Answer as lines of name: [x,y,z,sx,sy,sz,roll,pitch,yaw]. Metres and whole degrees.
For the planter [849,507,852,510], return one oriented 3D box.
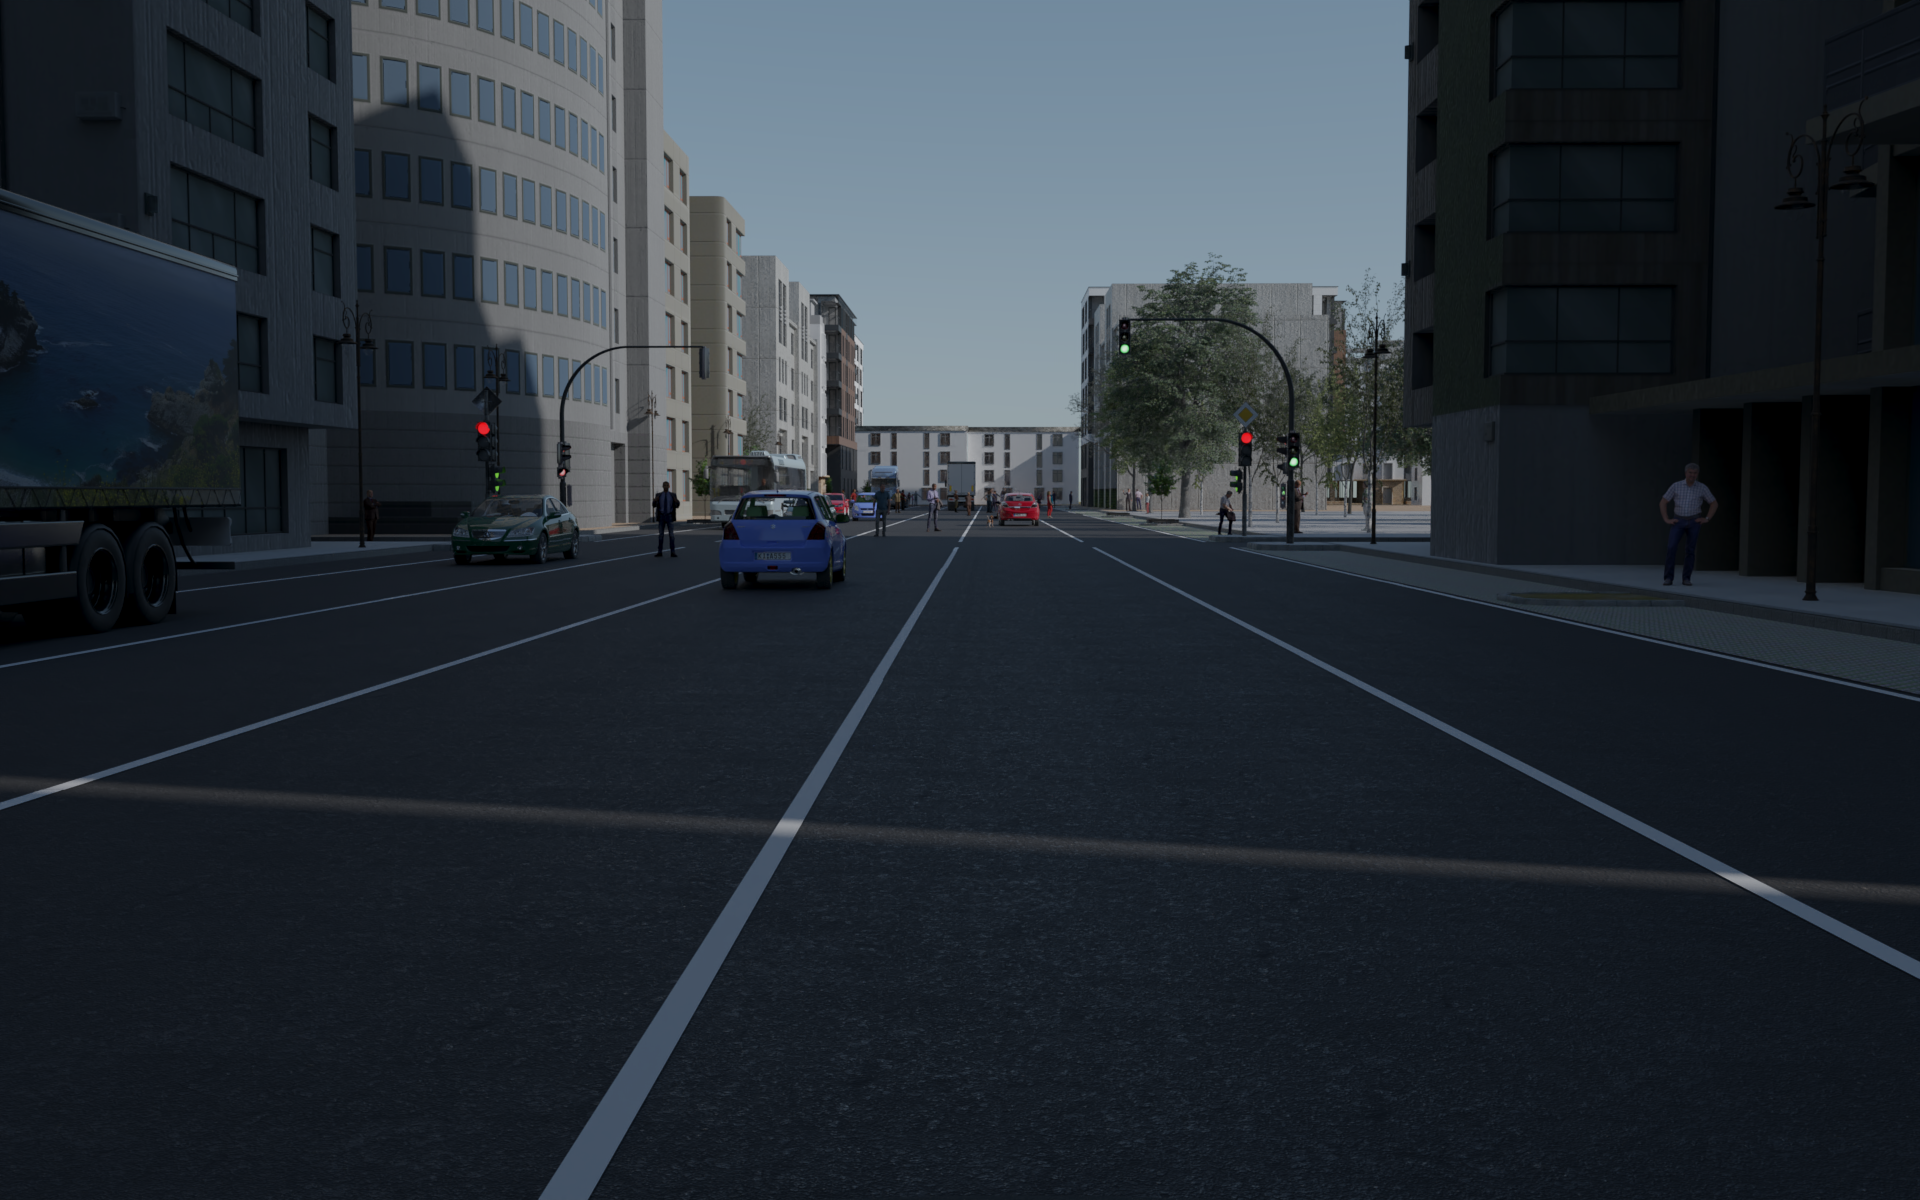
planter: [-10.180,-8.191,155.060,1.991,0.319,1.994,0,4,1]

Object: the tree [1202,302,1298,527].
tree: [11.439,-7.114,66.675,4.360,8.622,3.978,0,3,0]

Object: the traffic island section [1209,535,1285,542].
traffic island section: [8.707,-1.874,52.917,2.009,0.180,2.903,0,4,1]

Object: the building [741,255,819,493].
building: [-21.742,-17.001,144.431,16.747,18.905,31.486,0,4,1]

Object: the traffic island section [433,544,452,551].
traffic island section: [-12.345,-1.407,45.287,2.009,0.180,2.903,0,4,1]

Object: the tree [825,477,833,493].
tree: [-13.228,-11.030,174.939,1.663,3.219,1.824,0,3,0]

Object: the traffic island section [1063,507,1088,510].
traffic island section: [10.411,-8.081,154.985,1.991,0.108,1.994,0,4,1]

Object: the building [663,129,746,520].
building: [-27.621,-15.314,95.429,27.650,21.520,28.899,0,4,1]

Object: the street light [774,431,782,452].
street light: [-13.024,-9.288,124.651,0.468,5.910,1.993,0,4,1]

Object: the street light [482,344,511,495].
street light: [-14.247,-4.931,53.414,0.468,5.910,1.993,0,4,1]

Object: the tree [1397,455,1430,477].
tree: [32.997,-12.341,119.906,7.486,12.596,7.792,0,3,0]

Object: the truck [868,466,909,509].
truck: [-6.859,-11.083,170.969,2.967,4.110,18.799,0,4,2]

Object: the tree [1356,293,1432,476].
tree: [23.586,-10.069,81.642,9.611,12.733,9.660,0,3,0]

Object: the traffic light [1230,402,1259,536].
traffic light: [8.667,-3.907,52.804,0.839,4.253,0.868,0,4,1]

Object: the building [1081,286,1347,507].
building: [26.853,-20.965,186.753,27.936,21.610,32.646,0,4,1]

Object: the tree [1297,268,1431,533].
tree: [13.836,-6.543,57.345,4.360,8.622,3.978,0,3,0]

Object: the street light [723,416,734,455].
street light: [-13.481,-7.834,100.880,0.468,5.910,1.993,0,4,1]

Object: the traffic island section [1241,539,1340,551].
traffic island section: [8.573,-1.385,44.933,2.009,0.180,2.903,0,4,1]

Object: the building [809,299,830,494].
building: [-20.760,-18.921,165.773,16.016,20.091,11.380,0,4,1]

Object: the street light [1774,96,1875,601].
street light: [10.247,-2.930,20.690,0.468,5.910,1.993,0,4,1]

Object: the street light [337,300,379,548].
street light: [-14.348,-4.196,41.393,0.468,5.910,1.993,0,4,1]

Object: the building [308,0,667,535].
building: [-24.410,-32.016,65.464,21.231,58.520,28.212,0,4,1]

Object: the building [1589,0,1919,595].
building: [21.697,-22.051,15.154,22.147,44.769,28.867,0,4,1]

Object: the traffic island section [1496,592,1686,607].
traffic island section: [8.201,-0.001,22.890,1.991,0.108,1.994,0,4,1]

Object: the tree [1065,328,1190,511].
tree: [12.751,-13.299,127.802,12.009,13.543,11.850,0,3,0]

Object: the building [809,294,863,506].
building: [-28.397,-21.235,191.174,32.646,21.610,27.936,0,4,1]

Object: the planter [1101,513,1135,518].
planter: [9.580,-5.153,105.397,1.991,0.319,1.994,0,4,1]

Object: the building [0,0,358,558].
building: [-21.730,-16.284,37.937,14.107,30.474,14.160,0,4,1]

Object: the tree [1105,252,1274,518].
tree: [12.041,-11.391,92.896,9.857,13.997,8.962,0,3,0]

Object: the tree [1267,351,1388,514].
tree: [24.904,-10.785,110.748,8.767,10.594,7.601,1,4,20]

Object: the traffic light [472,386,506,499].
traffic light: [-12.305,-3.439,45.152,0.839,4.253,0.868,0,4,1]

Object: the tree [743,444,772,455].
tree: [-13.436,-7.939,113.524,4.285,4.588,4.351,0,3,0]

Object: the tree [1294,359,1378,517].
tree: [21.196,-8.838,94.867,4.737,8.622,4.395,0,3,0]

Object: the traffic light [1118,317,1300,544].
traffic light: [6.440,-4.284,44.714,4.771,5.953,1.251,0,4,1]

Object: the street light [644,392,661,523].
street light: [-13.722,-6.394,77.327,0.468,5.910,1.993,0,4,1]

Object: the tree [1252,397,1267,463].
tree: [23.886,-11.477,122.066,7.601,10.594,8.767,0,4,4]

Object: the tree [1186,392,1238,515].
tree: [15.273,-9.640,107.970,4.737,8.622,4.395,0,3,0]

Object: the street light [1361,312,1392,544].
street light: [10.604,-4.370,44.240,0.468,5.910,1.993,0,4,1]

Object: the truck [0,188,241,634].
truck: [-9.928,-1.634,15.633,2.839,4.237,11.283,0,4,-1]

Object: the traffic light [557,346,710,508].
traffic light: [-10.079,-4.799,53.136,4.771,5.953,1.251,0,4,1]

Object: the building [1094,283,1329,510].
building: [21.244,-17.582,153.931,16.747,18.905,31.486,0,4,1]

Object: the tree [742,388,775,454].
tree: [-14.520,-10.331,119.281,4.360,8.622,3.978,0,3,0]

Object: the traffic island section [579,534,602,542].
traffic island section: [-12.211,-1.895,53.271,2.009,0.180,2.903,0,4,1]

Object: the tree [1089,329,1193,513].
tree: [12.546,-12.202,117.626,7.486,12.596,7.792,0,3,0]

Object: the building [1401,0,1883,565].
building: [16.843,-16.234,37.122,14.160,30.474,14.107,0,4,1]

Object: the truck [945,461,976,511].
truck: [0.069,-10.096,153.991,2.839,4.237,11.283,0,4,-1]
